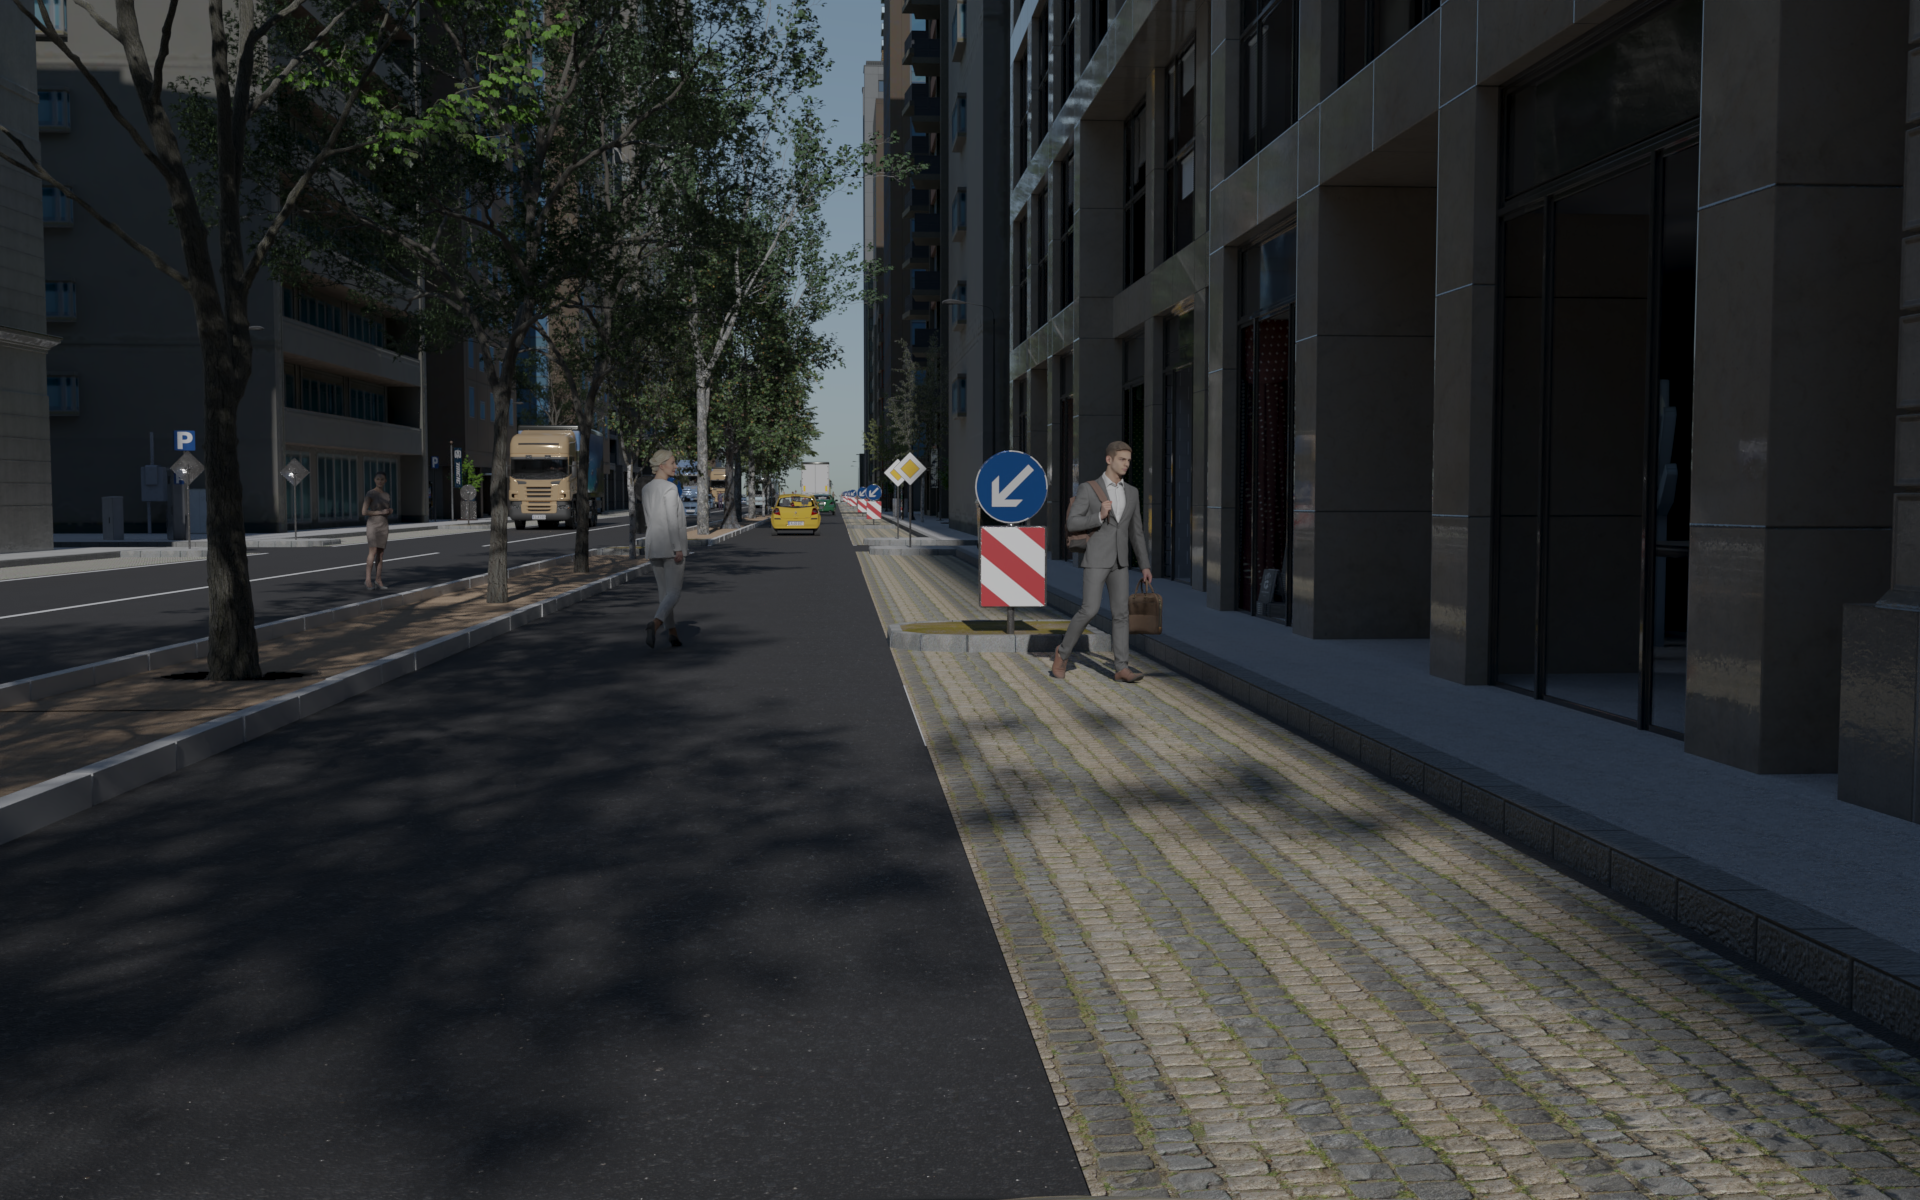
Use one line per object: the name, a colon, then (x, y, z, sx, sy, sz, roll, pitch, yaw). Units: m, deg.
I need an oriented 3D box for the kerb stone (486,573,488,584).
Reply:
kerb stone: (-7.577, -0.337, 27.702, 0.120, 0.150, 1.000, 0, 4, -4)

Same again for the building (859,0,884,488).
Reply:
building: (-4.388, -58.391, 267.359, 22.319, 86.520, 31.000, 0, 4, -4)

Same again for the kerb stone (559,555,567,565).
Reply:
kerb stone: (-8.100, -0.776, 34.876, 0.120, 0.150, 1.000, 0, 4, -4)

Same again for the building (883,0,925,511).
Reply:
building: (0.542, -30.529, 149.259, 14.600, 45.320, 14.200, 0, 4, -4)

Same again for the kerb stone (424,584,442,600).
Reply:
kerb stone: (-7.278, -0.087, 23.619, 0.120, 0.150, 1.000, 0, 4, -4)

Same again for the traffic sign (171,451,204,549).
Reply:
traffic sign: (-17.947, -2.242, 40.293, 0.795, 2.450, 0.064, 0, 4, -4)

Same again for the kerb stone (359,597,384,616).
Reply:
kerb stone: (-7.063, 0.100, 20.560, 0.120, 0.150, 1.000, 0, 4, -4)

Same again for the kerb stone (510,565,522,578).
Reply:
kerb stone: (-7.721, -0.462, 29.751, 0.120, 0.150, 1.000, 0, 4, -4)

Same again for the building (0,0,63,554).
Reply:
building: (-41.544, -15.468, 29.318, 44.131, 29.872, 17.030, 0, 4, -4)

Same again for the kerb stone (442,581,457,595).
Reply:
kerb stone: (-7.362, -0.145, 24.639, 0.120, 0.150, 1.000, 0, 4, -4)

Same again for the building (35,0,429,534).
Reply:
building: (-33.606, -26.975, 64.742, 21.300, 48.544, 21.600, 0, 4, -4)

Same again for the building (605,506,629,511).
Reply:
building: (-39.133, -43.678, 152.386, 20.563, 71.187, 20.611, 0, 4, -4)

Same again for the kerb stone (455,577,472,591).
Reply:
kerb stone: (-7.435, -0.210, 25.658, 0.120, 0.150, 1.000, 0, 4, -4)

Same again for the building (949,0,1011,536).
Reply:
building: (10.365, -26.710, 60.417, 21.600, 48.544, 21.300, 0, 4, -4)

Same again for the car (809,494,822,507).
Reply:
car: (-9.181, -5.625, 102.189, 2.015, 1.641, 3.980, 0, 4, -4)

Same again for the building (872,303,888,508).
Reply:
building: (5.430, -20.008, 172.174, 27.650, 21.520, 28.899, 0, 4, -4)

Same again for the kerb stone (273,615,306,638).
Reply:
kerb stone: (-6.843, 0.287, 17.497, 0.120, 0.150, 1.000, 0, 4, -4)

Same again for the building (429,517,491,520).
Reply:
building: (-32.131, -27.028, 92.025, 14.600, 45.320, 14.200, 0, 4, -4)

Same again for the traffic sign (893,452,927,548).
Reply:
traffic sign: (-1.195, -2.314, 41.483, 0.795, 2.450, 0.064, 0, 4, -4)

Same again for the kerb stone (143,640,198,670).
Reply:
kerb stone: (-6.619, 0.474, 14.439, 0.120, 0.150, 1.000, 0, 4, -4)

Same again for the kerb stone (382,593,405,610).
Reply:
kerb stone: (-7.134, 0.038, 21.579, 0.120, 0.150, 1.000, 0, 4, -4)

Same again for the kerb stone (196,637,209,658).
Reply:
kerb stone: (-6.684, 0.412, 15.459, 0.120, 0.150, 1.000, 0, 4, -4)

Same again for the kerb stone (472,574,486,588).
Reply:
kerb stone: (-7.503, -0.274, 26.682, 0.120, 0.150, 1.000, 0, 4, -4)

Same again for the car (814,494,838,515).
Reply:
car: (-9.338, -6.474, 117.650, 2.131, 1.459, 4.920, 0, 4, -4)

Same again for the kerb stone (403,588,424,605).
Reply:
kerb stone: (-7.205, -0.024, 22.599, 0.120, 0.150, 1.000, 0, 4, -4)

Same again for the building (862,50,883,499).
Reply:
building: (-2.770, -42.571, 238.027, 21.231, 58.520, 28.212, 0, 4, -4)

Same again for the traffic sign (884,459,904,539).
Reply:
traffic sign: (-1.773, -2.802, 49.448, 0.795, 2.450, 0.064, 0, 4, -4)

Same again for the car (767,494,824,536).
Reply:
car: (-5.780, -3.094, 60.812, 2.015, 1.641, 3.980, 0, 4, -6)

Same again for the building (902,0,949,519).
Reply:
building: (8.002, -27.135, 98.289, 22.147, 44.769, 28.867, 0, 4, -4)

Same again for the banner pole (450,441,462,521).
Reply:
banner pole: (-23.881, -5.628, 82.031, 0.401, 3.779, 0.863, 2, 4, 31)

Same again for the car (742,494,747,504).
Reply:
car: (-28.093, -13.066, 225.636, 2.014, 1.417, 4.499, 0, 4, -5)

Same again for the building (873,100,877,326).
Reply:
building: (-2.578, -33.190, 192.760, 14.600, 45.320, 14.200, 0, 4, -4)

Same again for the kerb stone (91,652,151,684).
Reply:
kerb stone: (-6.548, 0.540, 13.410, 0.120, 0.150, 1.000, 0, 4, -4)

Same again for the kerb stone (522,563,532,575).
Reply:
kerb stone: (-7.797, -0.525, 30.774, 0.120, 0.150, 1.000, 0, 4, -4)

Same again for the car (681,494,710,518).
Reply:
car: (-15.908, -5.592, 103.434, 2.014, 1.417, 4.499, 0, 4, -3)

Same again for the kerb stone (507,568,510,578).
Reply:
kerb stone: (-7.658, -0.400, 28.731, 0.120, 0.150, 1.000, 0, 4, -4)

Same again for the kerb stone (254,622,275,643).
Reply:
kerb stone: (-6.766, 0.350, 16.478, 0.120, 0.150, 1.000, 0, 4, -4)

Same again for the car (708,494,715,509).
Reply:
car: (-24.052, -9.246, 163.169, 2.014, 1.417, 4.499, 0, 4, -5)

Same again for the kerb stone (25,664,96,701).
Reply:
kerb stone: (-6.474, 0.602, 12.390, 0.120, 0.150, 1.000, 0, 4, -4)

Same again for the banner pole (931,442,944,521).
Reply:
banner pole: (-1.124, -5.736, 83.805, 0.863, 3.779, 0.401, 3, 5, 43)

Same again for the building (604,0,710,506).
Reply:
building: (-45.956, -49.406, 246.034, 20.563, 71.187, 20.611, 0, 4, -4)

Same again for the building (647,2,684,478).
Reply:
building: (-44.997, -55.438, 219.090, 22.319, 86.520, 31.000, 0, 4, -4)

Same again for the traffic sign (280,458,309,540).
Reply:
traffic sign: (-18.525, -2.729, 48.257, 0.795, 2.450, 0.064, 0, 4, -4)

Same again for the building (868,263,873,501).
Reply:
building: (-4.539, -27.250, 217.235, 14.160, 30.474, 14.107, 0, 4, -4)

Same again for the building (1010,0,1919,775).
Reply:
building: (11.999, -13.469, 24.726, 19.350, 26.468, 34.151, 0, 4, -4)

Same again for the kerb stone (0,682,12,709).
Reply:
kerb stone: (-6.396, 0.666, 11.365, 0.120, 0.150, 1.000, 0, 4, -4)

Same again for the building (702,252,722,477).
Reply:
building: (-43.982, -37.583, 264.584, 14.600, 45.320, 14.200, 0, 4, -4)

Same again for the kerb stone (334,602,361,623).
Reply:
kerb stone: (-6.985, 0.162, 19.540, 0.120, 0.150, 1.000, 0, 4, -4)

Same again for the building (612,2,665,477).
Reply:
building: (-44.812, -35.943, 176.905, 28.713, 52.752, 27.495, 0, 4, -4)

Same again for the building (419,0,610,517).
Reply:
building: (-31.254, -28.391, 114.305, 14.600, 45.320, 14.200, 0, 4, -4)

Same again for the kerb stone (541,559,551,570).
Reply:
kerb stone: (-7.951, -0.648, 32.826, 0.120, 0.150, 1.000, 0, 4, -4)

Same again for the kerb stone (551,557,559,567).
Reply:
kerb stone: (-8.029, -0.713, 33.848, 0.120, 0.150, 1.000, 0, 4, -4)

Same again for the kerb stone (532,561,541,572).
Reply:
kerb stone: (-7.879, -0.588, 31.806, 0.120, 0.150, 1.000, 0, 4, -4)

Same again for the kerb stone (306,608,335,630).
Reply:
kerb stone: (-6.913, 0.225, 18.517, 0.120, 0.150, 1.000, 0, 4, -4)
